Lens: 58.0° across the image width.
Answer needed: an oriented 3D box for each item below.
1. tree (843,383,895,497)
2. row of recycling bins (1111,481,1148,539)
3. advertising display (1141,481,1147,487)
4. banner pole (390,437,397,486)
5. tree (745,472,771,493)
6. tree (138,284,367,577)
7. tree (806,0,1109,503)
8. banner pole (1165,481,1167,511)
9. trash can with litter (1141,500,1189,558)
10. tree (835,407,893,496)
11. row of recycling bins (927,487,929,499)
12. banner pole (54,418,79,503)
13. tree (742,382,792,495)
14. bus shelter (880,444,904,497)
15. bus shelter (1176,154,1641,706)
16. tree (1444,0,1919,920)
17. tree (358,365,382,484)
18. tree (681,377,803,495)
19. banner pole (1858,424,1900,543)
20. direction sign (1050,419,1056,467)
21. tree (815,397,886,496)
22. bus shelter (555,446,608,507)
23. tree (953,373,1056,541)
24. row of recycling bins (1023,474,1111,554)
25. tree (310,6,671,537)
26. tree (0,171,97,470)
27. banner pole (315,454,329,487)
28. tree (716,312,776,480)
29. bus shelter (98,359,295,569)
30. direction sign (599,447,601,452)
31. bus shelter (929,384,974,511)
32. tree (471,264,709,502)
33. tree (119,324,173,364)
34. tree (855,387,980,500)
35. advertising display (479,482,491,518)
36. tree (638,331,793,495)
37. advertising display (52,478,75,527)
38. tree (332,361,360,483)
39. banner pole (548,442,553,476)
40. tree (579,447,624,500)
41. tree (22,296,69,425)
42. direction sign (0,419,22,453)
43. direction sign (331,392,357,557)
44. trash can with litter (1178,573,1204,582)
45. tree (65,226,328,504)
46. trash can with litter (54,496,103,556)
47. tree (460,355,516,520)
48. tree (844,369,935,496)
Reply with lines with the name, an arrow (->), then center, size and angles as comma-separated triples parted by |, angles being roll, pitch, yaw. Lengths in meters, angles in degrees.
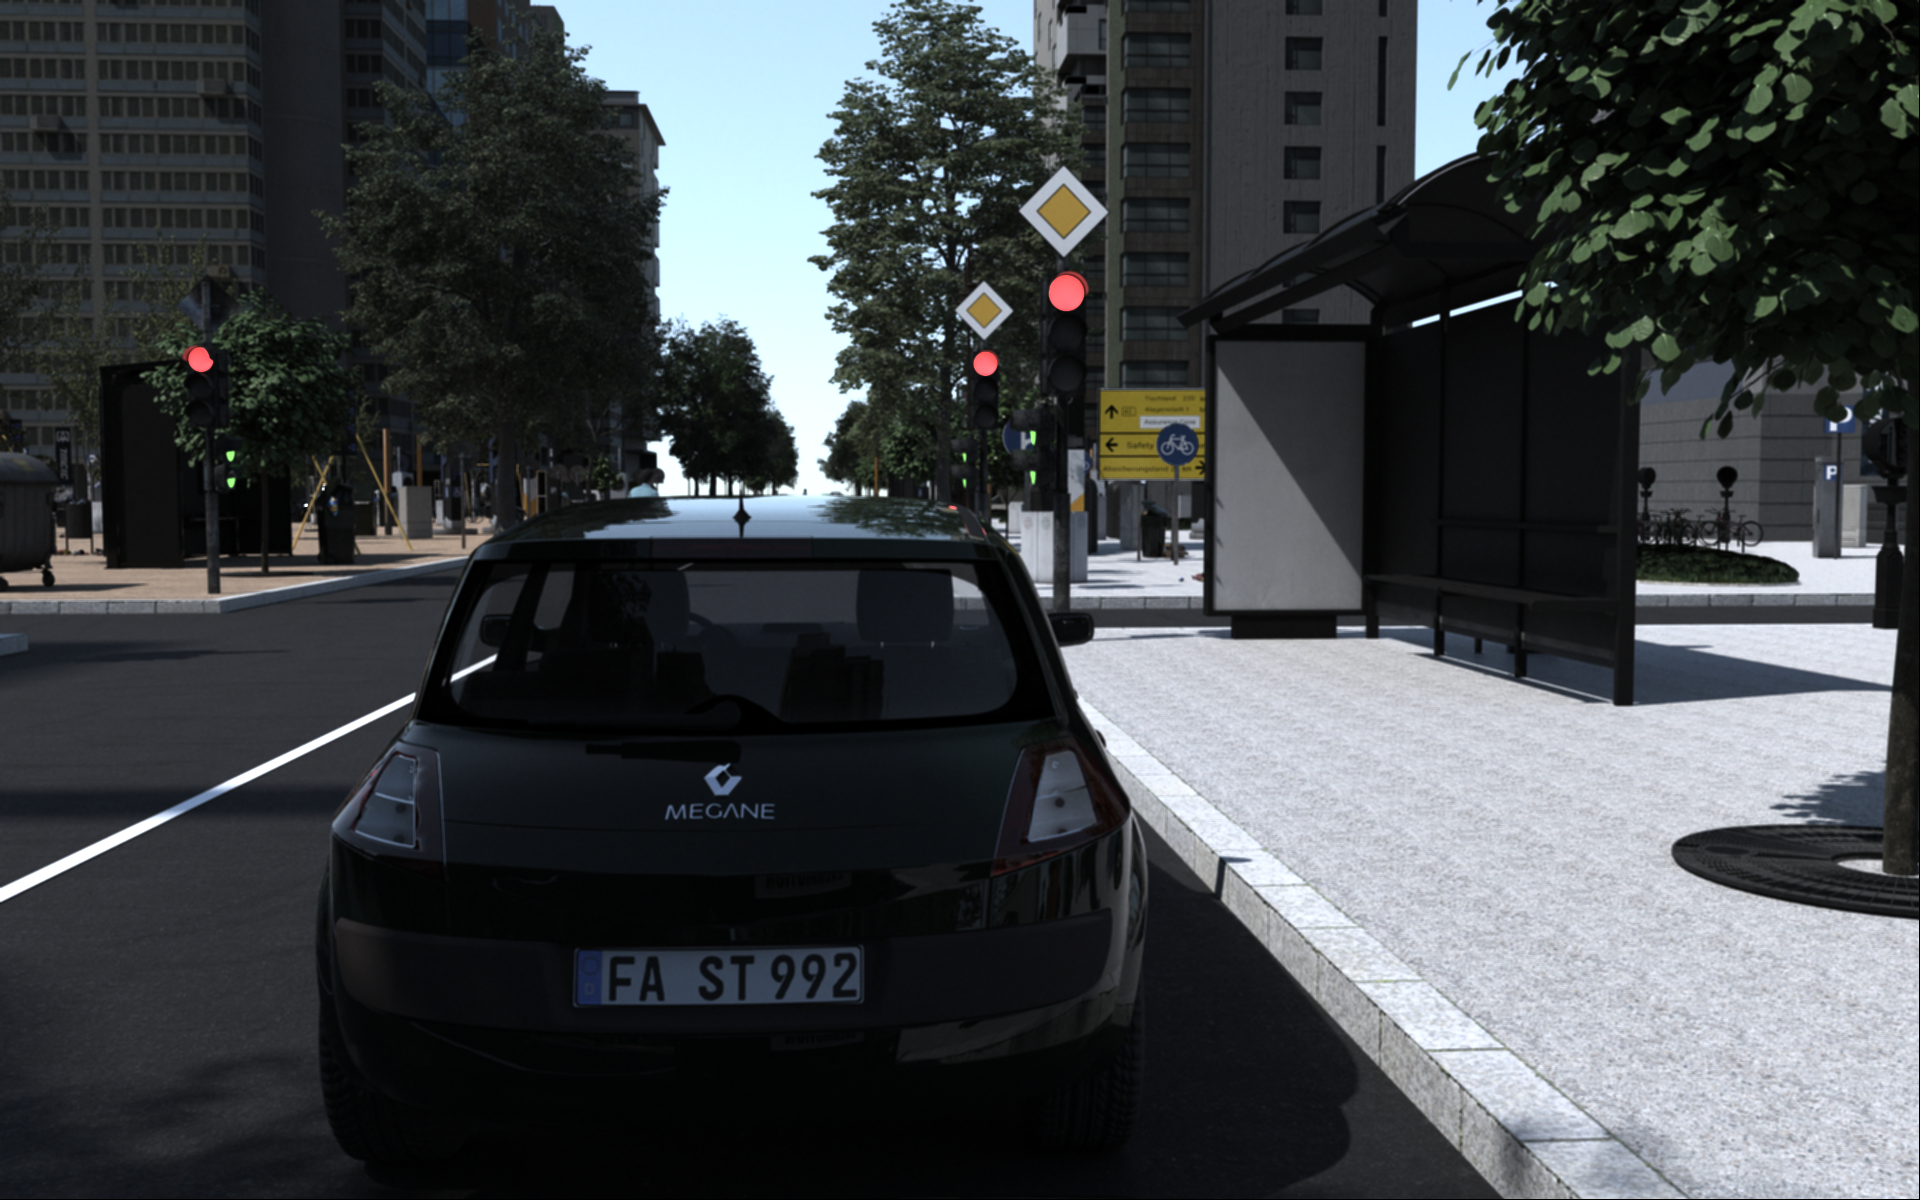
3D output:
tree -> -4.478, -9.327, 102.851 | 4.737, 8.622, 4.395 | 0, 3, 0
row of recycling bins -> 4.826, -2.673, 50.822 | 1.069, 1.692, 3.534 | 0, 4, -2
advertising display -> 7.018, -3.921, 69.321 | 0.974, 1.923, 0.123 | 2, 4, 24
banner pole -> -24.745, -5.240, 75.699 | 0.401, 3.779, 0.863 | 0, 4, 1
tree -> -22.560, -12.744, 192.082 | 4.285, 4.588, 4.351 | 0, 3, 0
tree -> -11.052, -2.661, 27.218 | 4.285, 4.588, 4.351 | 0, 3, 0
tree -> -0.125, -7.436, 39.710 | 7.486, 12.596, 7.792 | 0, 3, 0
banner pole -> 9.329, -5.393, 78.191 | 0.401, 3.779, 0.863 | 0, 4, 6
trash can with litter -> 4.127, -1.439, 34.912 | 1.055, 1.170, 0.624 | 3, 5, 39
tree -> -9.780, -15.143, 182.007 | 7.601, 10.594, 8.767 | -3, 4, -36
row of recycling bins -> -1.656, -5.394, 95.298 | 1.069, 1.692, 3.534 | 1, 4, 15
banner pole -> -29.485, -4.118, 57.351 | 0.863, 3.779, 0.401 | -1, 4, -19
tree -> -21.731, -16.057, 172.899 | 12.009, 13.543, 11.850 | 0, 3, 0
bus shelter -> -2.744, -5.427, 80.018 | 1.731, 3.624, 6.357 | 0, 4, -4
bus shelter -> 3.129, -1.153, 12.783 | 2.014, 3.302, 5.546 | 0, 4, -4
tree -> 3.118, -1.343, 5.666 | 4.285, 4.588, 4.351 | 0, 3, 0
tree -> -32.845, -8.676, 92.217 | 4.737, 8.622, 4.395 | 0, 3, 0
tree -> -20.536, -14.490, 153.919 | 9.611, 12.733, 9.660 | 0, 3, 0
banner pole -> 15.362, -2.372, 28.794 | 0.401, 3.779, 0.863 | -2, 4, -33
direction sign -> 2.418, -3.528, 49.684 | 0.876, 3.537, 0.379 | -3, 5, -41
tree -> -12.037, -17.631, 205.269 | 9.611, 12.733, 9.660 | 0, 3, 0
bus shelter -> -18.575, -5.748, 85.267 | 1.731, 3.624, 6.357 | 0, 4, -4
tree -> 0.719, -2.041, 27.966 | 1.663, 3.219, 1.824 | 0, 3, 0
row of recycling bins -> 2.210, -1.823, 36.921 | 1.069, 1.692, 3.534 | 1, 4, 19
tree -> -12.463, -8.595, 47.179 | 9.857, 13.997, 8.962 | 0, 3, 0
tree -> -18.072, -4.942, 31.159 | 4.360, 8.622, 3.978 | 0, 3, 0
banner pole -> -27.698, -5.202, 75.071 | 0.401, 3.779, 0.863 | 2, 4, 35
tree -> -17.653, -13.247, 123.247 | 9.857, 13.997, 8.962 | 0, 3, 0
bus shelter -> -14.102, -2.534, 32.707 | 1.731, 3.624, 6.357 | 0, 4, -4
direction sign -> -17.295, -5.581, 83.242 | 0.379, 3.537, 0.876 | 0, 4, -7
bus shelter -> -0.155, -5.088, 60.816 | 2.179, 5.291, 8.768 | 0, 4, -4
tree -> -13.934, -7.975, 64.811 | 8.767, 10.594, 7.601 | -2, 4, -31
tree -> -34.909, -7.567, 74.090 | 4.360, 8.622, 3.978 | 0, 3, 0
tree -> -0.815, -4.048, 49.895 | 4.285, 4.588, 4.351 | 0, 3, 0
advertising display -> -25.162, -5.341, 92.534 | 0.974, 1.923, 0.123 | 0, 4, -6
tree -> -17.088, -11.360, 111.489 | 9.928, 11.665, 9.643 | 0, 3, 0
advertising display -> -34.723, -3.774, 66.917 | 0.123, 1.923, 0.974 | 3, 4, 36
tree -> -26.773, -7.151, 67.284 | 4.737, 8.622, 4.395 | 0, 3, 0
banner pole -> -18.783, -5.470, 79.452 | 0.401, 3.779, 0.863 | -2, 4, -30
tree -> -14.677, -4.711, 71.622 | 1.663, 3.219, 1.824 | 0, 3, 0
tree -> -30.082, -6.721, 60.256 | 4.737, 8.622, 4.395 | 0, 3, 0
direction sign -> -28.727, -3.685, 52.241 | 0.379, 3.537, 0.876 | 3, 5, 42
direction sign -> -12.499, -2.640, 35.163 | 0.379, 3.537, 0.876 | 1, 4, 12
trash can with litter -> 4.026, -0.890, 25.614 | 1.678, 1.210, 2.233 | 0, 4, -7
tree -> -21.196, -5.989, 48.275 | 4.737, 8.622, 4.395 | 0, 3, 0
trash can with litter -> -18.169, -1.553, 36.441 | 2.233, 1.210, 1.678 | 0, 4, -6
tree -> -23.632, -8.222, 84.796 | 4.360, 8.622, 3.978 | 0, 3, 0
tree -> -3.122, -8.410, 87.867 | 4.360, 8.622, 3.978 | 0, 3, 0
